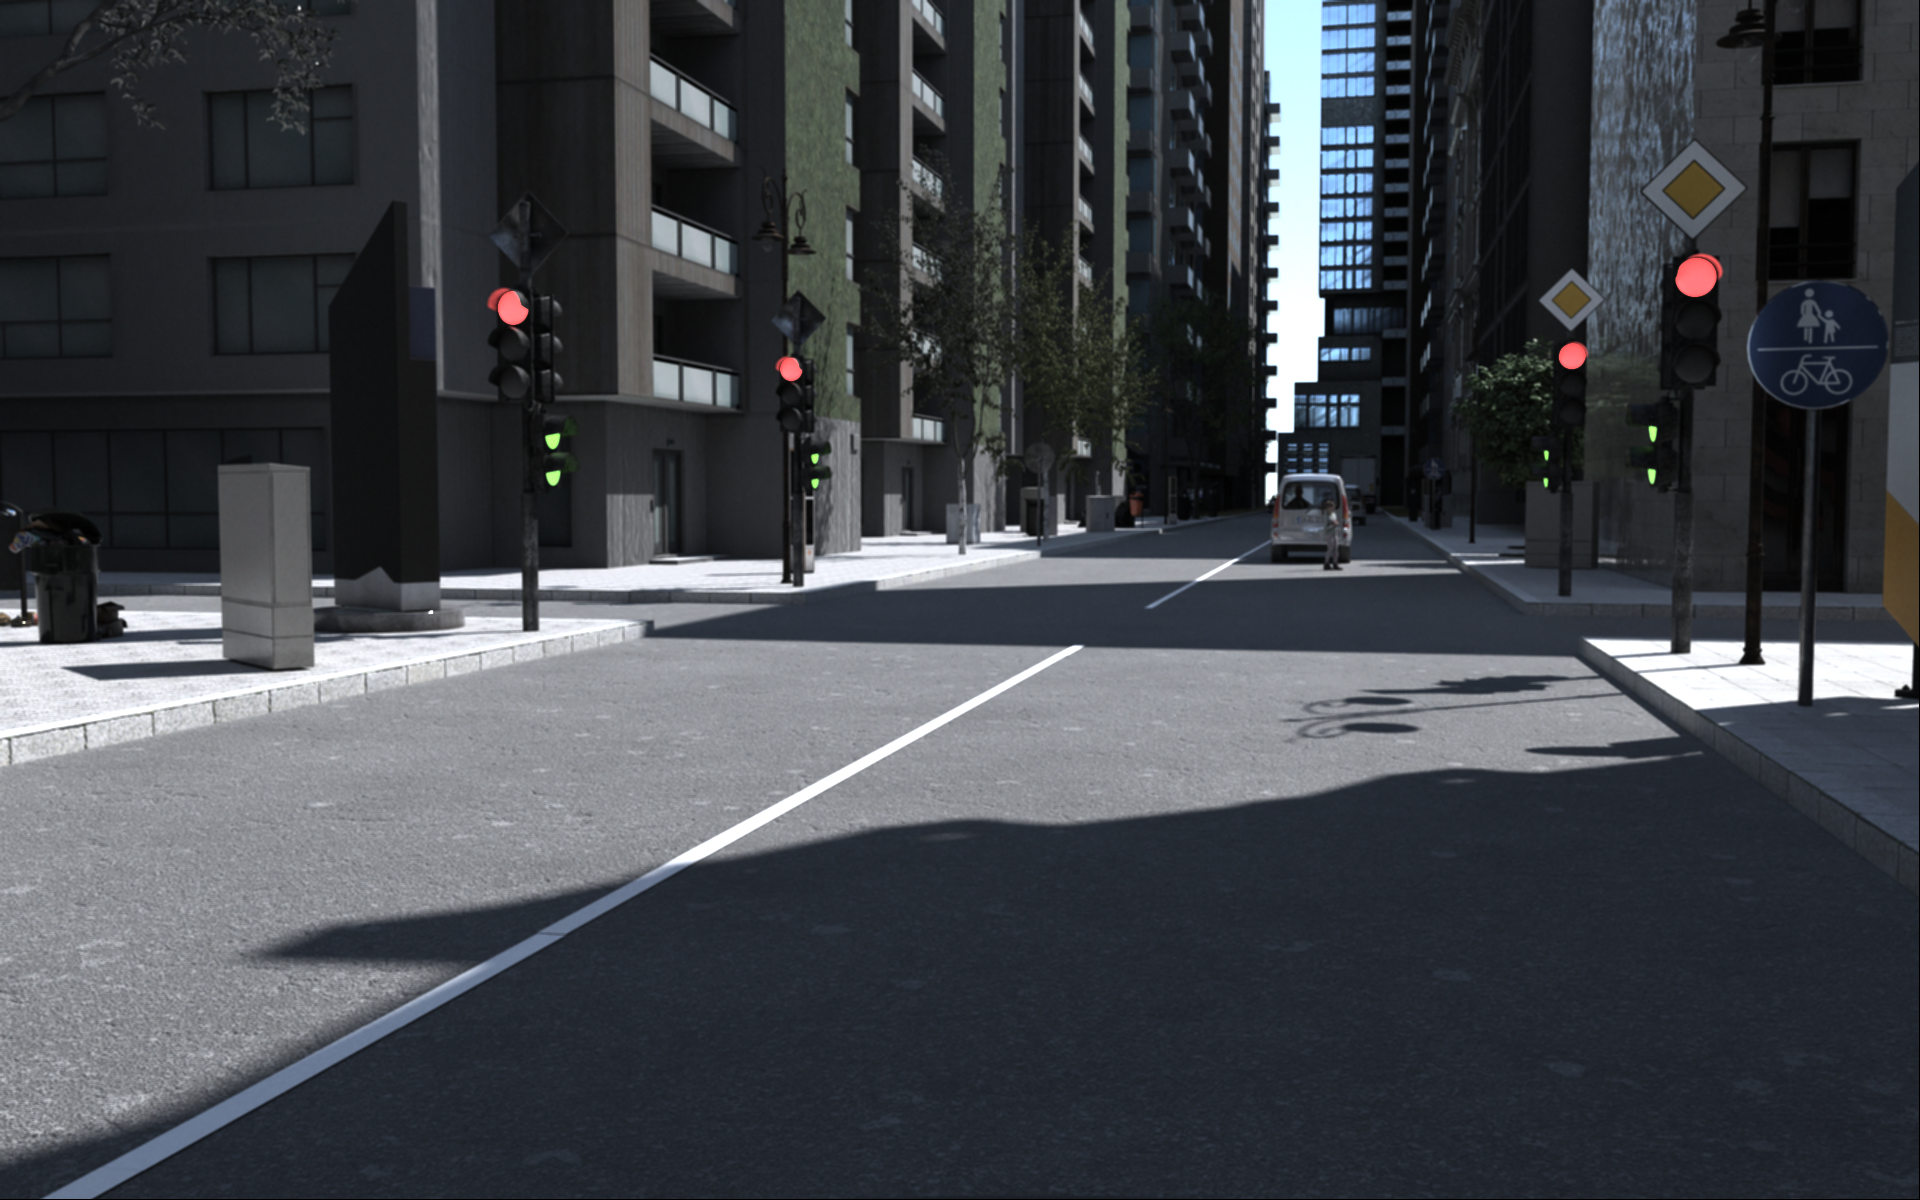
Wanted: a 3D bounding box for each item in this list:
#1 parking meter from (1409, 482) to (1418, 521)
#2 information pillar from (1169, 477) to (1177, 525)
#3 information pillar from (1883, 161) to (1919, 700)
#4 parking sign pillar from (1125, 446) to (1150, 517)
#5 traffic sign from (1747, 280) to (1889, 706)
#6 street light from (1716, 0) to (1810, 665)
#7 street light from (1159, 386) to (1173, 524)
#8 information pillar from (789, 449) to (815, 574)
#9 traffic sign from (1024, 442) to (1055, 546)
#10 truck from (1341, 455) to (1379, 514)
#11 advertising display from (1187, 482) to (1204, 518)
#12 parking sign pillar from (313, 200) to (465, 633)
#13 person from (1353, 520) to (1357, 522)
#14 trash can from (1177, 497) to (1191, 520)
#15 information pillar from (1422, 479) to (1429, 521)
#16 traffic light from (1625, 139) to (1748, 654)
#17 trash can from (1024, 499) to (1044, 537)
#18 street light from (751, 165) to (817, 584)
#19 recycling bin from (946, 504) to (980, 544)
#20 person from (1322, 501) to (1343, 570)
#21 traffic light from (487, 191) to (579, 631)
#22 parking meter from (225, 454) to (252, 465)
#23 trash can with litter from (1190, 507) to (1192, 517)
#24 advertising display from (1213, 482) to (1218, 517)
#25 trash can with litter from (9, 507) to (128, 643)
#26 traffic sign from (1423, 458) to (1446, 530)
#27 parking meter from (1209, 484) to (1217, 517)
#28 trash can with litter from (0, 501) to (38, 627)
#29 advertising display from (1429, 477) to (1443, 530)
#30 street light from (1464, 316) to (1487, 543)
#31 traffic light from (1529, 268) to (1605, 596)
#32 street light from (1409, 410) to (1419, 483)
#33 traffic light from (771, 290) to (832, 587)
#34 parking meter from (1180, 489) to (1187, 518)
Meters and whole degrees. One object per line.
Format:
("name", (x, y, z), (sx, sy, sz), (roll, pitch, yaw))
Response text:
("parking meter", (21.277, -4.623, 81.303), (0.399, 1.863, 0.255), (2, 4, 26))
("information pillar", (8.953, -4.182, 72.873), (0.304, 2.012, 0.304), (0, 4, -2))
("information pillar", (6.042, -1.190, 10.818), (0.183, 3.616, 0.504), (-1, 4, -19))
("parking sign pillar", (9.885, -6.611, 96.570), (1.447, 3.967, 1.447), (-1, 4, -15))
("traffic sign", (5.125, -0.631, 10.425), (0.768, 2.556, 0.104), (1, 4, 18))
("street light", (5.986, -2.454, 12.909), (0.468, 5.910, 1.993), (1, 4, 13))
("street light", (8.836, -6.202, 74.191), (0.468, 5.910, 1.993), (1, 4, 13))
("information pillar", (-2.561, -1.440, 28.034), (0.304, 2.012, 0.304), (2, 4, 27))
("traffic sign", (1.949, -2.605, 42.696), (0.768, 2.556, 0.104), (1, 4, 15))
("truck", (29.825, -8.591, 129.374), (2.839, 4.237, 11.283), (1, 4, 14))
("advertising display", (12.809, -5.450, 94.322), (0.974, 1.923, 0.123), (2, 4, 30))
("parking sign pillar", (-5.515, -1.718, 16.557), (1.447, 3.967, 1.447), (3, 5, 43))
("person", (19.784, -4.840, 87.726), (0.635, 1.810, 0.391), (2, 4, 26))
("trash can", (10.895, -4.444, 84.319), (0.748, 1.137, 0.748), (0, 3, 0))
("information pillar", (22.089, -4.755, 82.235), (0.304, 2.012, 0.304), (1, 4, 12))
("traffic light", (5.807, -1.527, 13.887), (0.839, 4.253, 0.868), (1, 4, 13))
("trash can", (2.308, -2.496, 52.469), (0.748, 1.137, 0.748), (0, 3, 0))
("street light", (-2.490, -3.178, 24.741), (0.468, 5.910, 1.993), (1, 4, 13))
("recycling bin", (0.085, -1.963, 44.642), (0.722, 1.027, 0.722), (1, 4, 17))
("person", (7.007, -1.210, 32.564), (0.394, 1.301, 0.425), (2, 4, 27))
("traffic light", (-4.005, -1.663, 16.108), (0.839, 4.253, 0.868), (1, 4, 13))
("parking meter", (-10.598, -1.207, 25.450), (0.399, 1.863, 0.255), (-2, 4, -25))
("trash can with litter", (12.890, -5.235, 96.973), (0.624, 1.170, 1.055), (-1, 4, -17))
("advertising display", (14.208, -5.571, 96.299), (0.123, 1.923, 0.974), (0, 4, -1))
("trash can with litter", (-7.787, -0.233, 15.203), (0.624, 1.170, 1.055), (0, 4, -4))
("traffic sign", (16.754, -3.737, 61.200), (0.768, 2.556, 0.104), (1, 4, 19))
("parking meter", (13.945, -5.495, 95.553), (0.255, 1.863, 0.399), (-2, 4, -33))
("trash can with litter", (-9.772, -0.369, 17.095), (2.233, 1.210, 1.678), (0, 4, 7))
("advertising display", (17.205, -3.511, 62.615), (0.123, 1.923, 0.974), (2, 4, 35))
("street light", (13.405, -4.426, 45.158), (0.468, 5.910, 1.993), (1, 4, 13))
("traffic light", (7.588, -2.003, 21.672), (0.839, 4.253, 0.868), (1, 4, 13))
("street light", (24.624, -7.420, 94.103), (0.468, 5.910, 1.993), (1, 4, 13))
("traffic light", (-2.224, -2.139, 23.892), (0.839, 4.253, 0.868), (1, 4, 13))
("parking meter", (11.667, -5.016, 90.423), (0.372, 1.533, 0.369), (0, 3, 0))
